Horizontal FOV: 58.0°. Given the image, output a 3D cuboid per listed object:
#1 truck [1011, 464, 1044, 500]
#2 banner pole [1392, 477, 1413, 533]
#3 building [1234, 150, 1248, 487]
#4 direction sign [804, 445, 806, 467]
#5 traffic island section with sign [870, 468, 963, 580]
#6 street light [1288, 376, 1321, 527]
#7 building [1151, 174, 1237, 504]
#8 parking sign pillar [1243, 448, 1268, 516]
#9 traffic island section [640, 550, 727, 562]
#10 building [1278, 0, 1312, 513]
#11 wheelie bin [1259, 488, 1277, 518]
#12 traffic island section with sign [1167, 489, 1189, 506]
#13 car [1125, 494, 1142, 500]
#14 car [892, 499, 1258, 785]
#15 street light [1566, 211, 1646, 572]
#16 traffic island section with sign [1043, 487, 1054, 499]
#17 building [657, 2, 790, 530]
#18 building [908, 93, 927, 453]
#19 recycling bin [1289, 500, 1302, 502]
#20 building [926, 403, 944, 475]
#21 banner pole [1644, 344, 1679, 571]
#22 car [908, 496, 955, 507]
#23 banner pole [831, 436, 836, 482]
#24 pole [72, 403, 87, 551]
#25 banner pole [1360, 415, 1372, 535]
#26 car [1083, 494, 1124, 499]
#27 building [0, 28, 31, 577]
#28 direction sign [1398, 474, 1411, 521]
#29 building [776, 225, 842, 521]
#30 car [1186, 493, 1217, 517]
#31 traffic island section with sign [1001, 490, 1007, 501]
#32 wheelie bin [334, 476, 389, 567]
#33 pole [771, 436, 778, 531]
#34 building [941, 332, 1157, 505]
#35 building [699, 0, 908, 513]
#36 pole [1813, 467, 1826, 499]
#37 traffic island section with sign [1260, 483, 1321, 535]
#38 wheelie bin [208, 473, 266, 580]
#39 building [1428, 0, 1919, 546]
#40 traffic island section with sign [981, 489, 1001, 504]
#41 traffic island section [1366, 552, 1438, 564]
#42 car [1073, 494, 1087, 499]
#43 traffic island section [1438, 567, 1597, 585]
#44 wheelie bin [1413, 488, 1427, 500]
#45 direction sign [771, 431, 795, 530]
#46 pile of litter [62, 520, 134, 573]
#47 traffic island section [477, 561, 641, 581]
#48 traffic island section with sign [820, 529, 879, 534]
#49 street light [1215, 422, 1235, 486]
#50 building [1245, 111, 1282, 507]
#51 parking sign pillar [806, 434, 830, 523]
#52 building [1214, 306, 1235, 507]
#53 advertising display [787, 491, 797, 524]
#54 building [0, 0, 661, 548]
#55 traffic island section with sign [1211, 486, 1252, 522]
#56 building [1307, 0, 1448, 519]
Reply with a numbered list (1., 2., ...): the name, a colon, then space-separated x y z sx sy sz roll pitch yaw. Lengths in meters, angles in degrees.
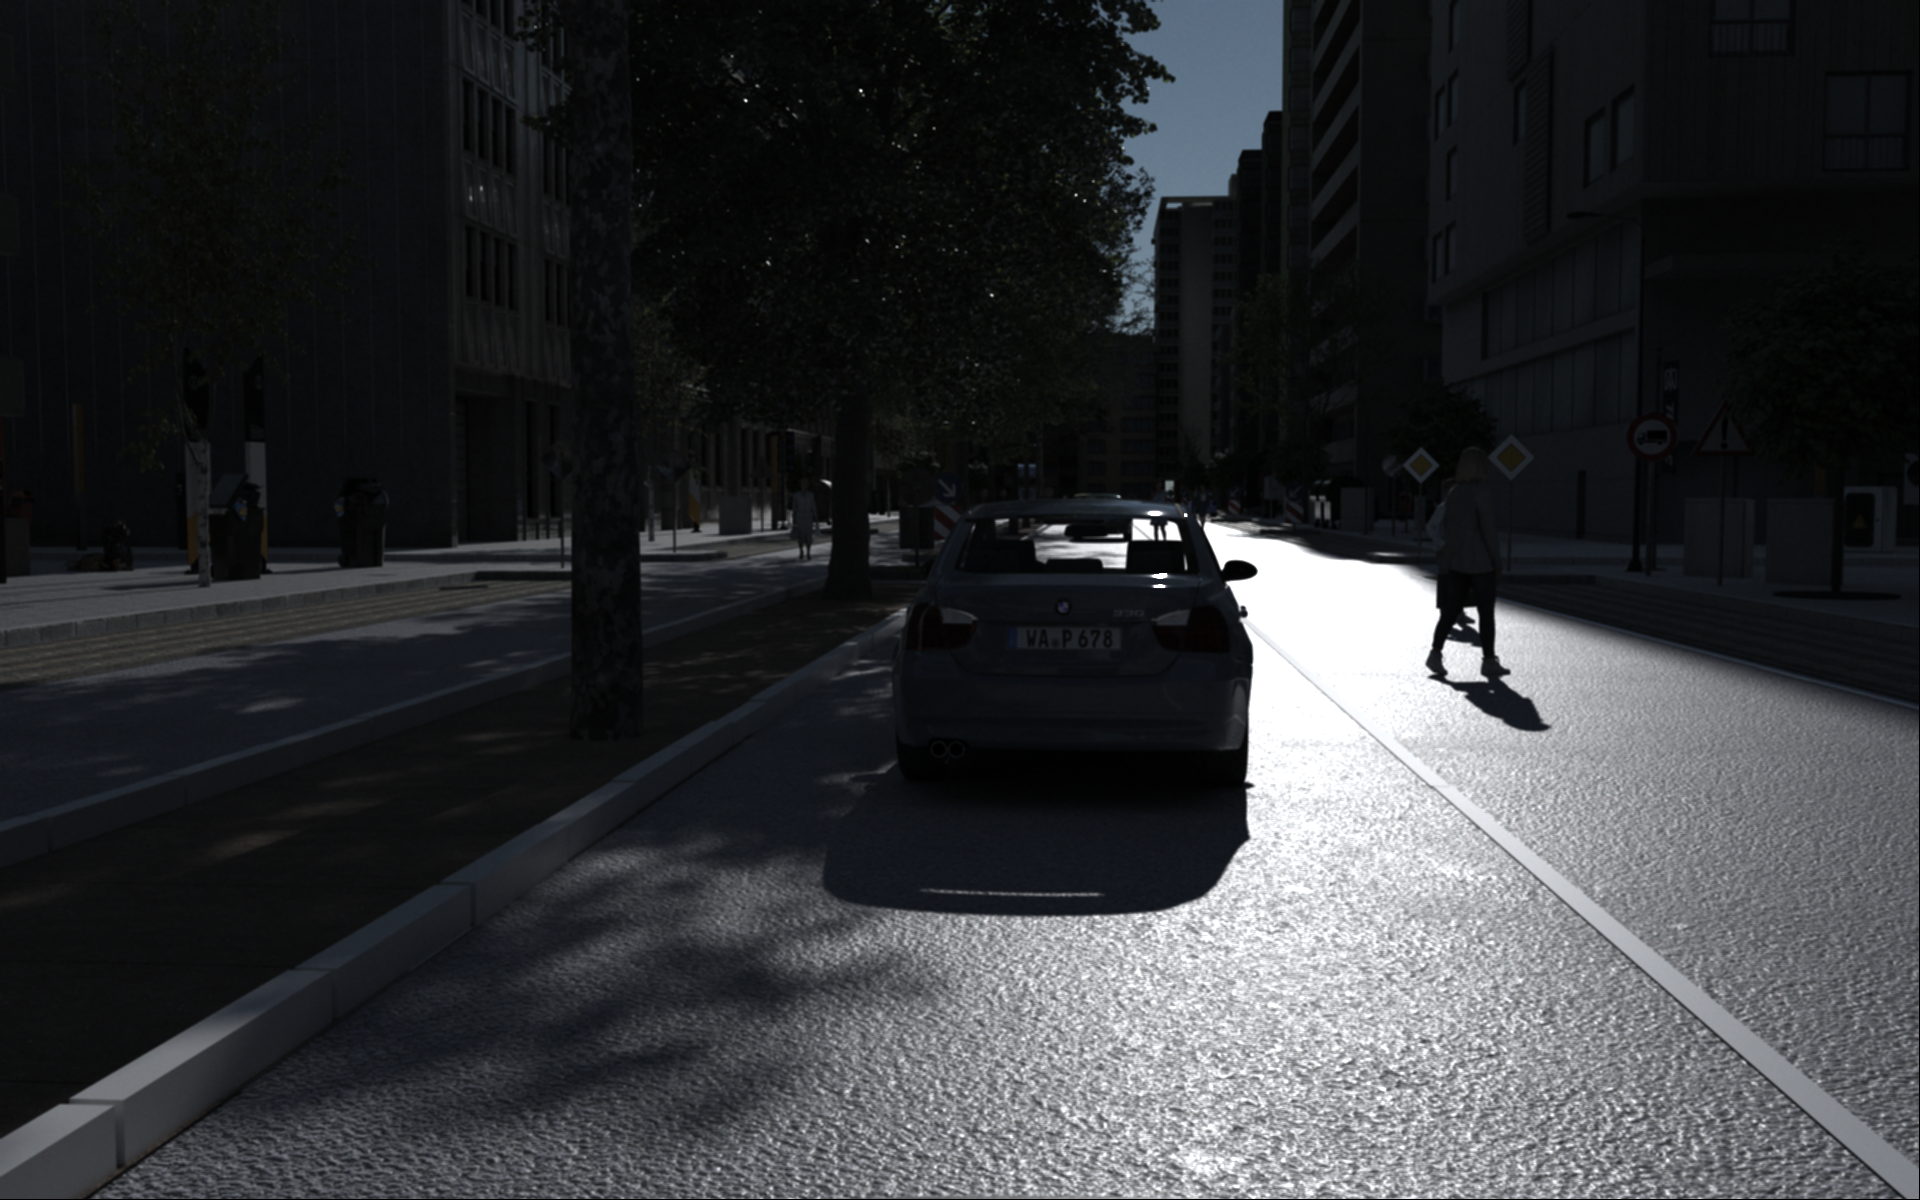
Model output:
1. truck: 6.549 -10.516 161.689 2.967 4.110 18.799 0 4 4
2. banner pole: 14.598 -4.111 57.228 0.863 3.779 0.401 -2 4 -27
3. building: 30.387 -22.994 147.655 14.160 30.474 14.107 0 4 5
4. direction sign: -7.133 -5.362 79.660 0.379 3.537 0.876 0 4 0
5. traffic island section with sign: -0.808 -1.324 29.786 2.006 1.907 1.989 0 4 5
6. street light: 13.634 -5.868 68.481 1.470 5.913 1.316 0 4 5
7. building: 35.778 -31.858 212.758 23.993 40.220 32.217 0 4 5
8. parking sign pillar: 17.164 -6.858 100.594 1.447 3.967 1.447 -1 4 -14
9. traffic island section: -6.281 -0.961 37.992 2.009 0.180 2.903 0 4 5
10. building: 28.971 -26.627 118.948 14.154 41.232 14.086 0 4 5
11. wheelie bin: 16.216 -5.102 91.330 0.980 1.594 0.693 -1 4 -17
12. traffic island section with sign: 17.798 -7.928 138.256 1.989 1.847 2.006 0 4 5
13. car: 18.129 -10.520 182.223 2.015 1.641 3.980 0 4 5
14. car: 0.706 0.130 9.885 2.014 1.417 4.499 0 4 6
15. street light: 10.635 -3.423 28.506 1.470 5.913 1.316 0 4 5
16. traffic island section with sign: 5.700 -6.357 112.075 2.006 1.907 1.989 0 4 5
17. building: -14.394 -14.384 71.332 11.583 22.565 21.152 0 4 5
18. building: -10.359 -28.061 142.392 14.154 41.232 14.086 0 4 5
19. recycling bin: 15.043 -3.945 77.049 0.722 1.027 0.722 0 4 1
20. building: -13.956 -29.333 171.474 23.993 40.220 32.217 0 4 5
21. banner pole: 11.700 -2.372 28.794 0.401 3.779 0.863 0 4 -8
22. car: -0.934 -3.360 67.292 2.083 1.381 4.827 0 4 5
23. banner pole: -5.355 -5.172 74.582 0.401 3.779 0.863 -3 5 -43
24. pole: -19.851 -2.765 39.052 0.158 3.312 0.155 0 3 0
25. banner pole: 12.982 -3.981 55.114 0.401 3.779 0.863 1 4 23
26. car: 4.517 -2.624 54.701 2.131 1.459 4.920 0 4 5
27. building: -30.162 -10.337 14.057 28.899 21.520 27.650 0 4 5
28. direction sign: 20.960 -5.505 81.997 0.379 3.537 0.876 -3 5 -43
29. building: -12.231 -13.877 91.511 10.561 19.102 19.286 0 4 5
30. car: 15.199 -6.067 108.787 1.945 1.707 3.694 0 4 4
31. traffic island section with sign: 4.254 -9.685 166.974 1.989 1.847 2.006 0 4 5
32. wheelie bin: -10.511 -1.385 30.548 0.693 1.594 0.980 2 4 34
33. pole: -6.522 -4.098 60.850 0.158 3.312 0.155 0 3 0
34. building: 9.118 -22.491 212.764 28.899 21.520 27.650 0 4 5
35. building: -15.482 -30.615 124.253 21.300 48.544 21.600 0 4 5
36. pole: 13.838 -2.080 27.859 0.158 3.312 0.155 0 3 0
37. traffic island section with sign: 11.768 -3.259 61.917 1.989 1.847 2.006 0 4 5
38. wheelie bin: -10.928 -1.114 26.124 0.980 1.594 0.693 2 4 35
39. building: 30.097 -28.315 52.195 27.495 52.752 28.713 0 4 5
40. traffic island section with sign: 2.080 -8.007 139.535 1.989 1.847 2.006 0 4 5
41. traffic island section: 9.760 -0.883 36.723 2.009 0.180 2.903 0 4 5
42. car: 6.239 -4.610 85.595 2.015 1.641 3.980 0 4 6
43. traffic island section: 9.130 -0.396 28.763 2.009 0.180 2.903 0 4 5
44. wheelie bin: 22.704 -4.707 84.860 0.980 1.594 0.693 1 4 16
45. direction sign: -6.389 -4.310 62.463 0.876 3.537 0.379 1 4 11
46. pile of litter: -14.428 -0.922 29.040 1.176 0.858 1.719 -1 4 -10
47. traffic island section: -6.911 -0.474 30.032 2.009 0.180 2.903 0 4 5
48. traffic island section with sign: -3.991 -3.310 62.745 1.989 1.847 2.006 0 4 5
49. street light: 17.093 -8.487 111.304 1.470 5.913 1.316 0 4 5
50. building: 30.011 -22.124 133.431 14.160 30.474 14.107 0 4 5
51. parking sign pillar: -6.551 -5.449 77.563 1.447 3.967 1.447 1 4 9
52. building: 39.782 -19.797 168.717 27.650 21.520 28.899 0 4 5
53. advertising display: -6.879 -4.198 73.843 0.974 1.923 0.123 0 4 4
54. building: -17.283 -14.236 50.777 12.078 24.808 19.932 0 4 5
55. traffic island section with sign: 13.885 -4.903 88.789 1.989 1.847 2.006 0 4 5
56. building: 31.479 -28.879 95.865 21.300 48.544 21.600 0 4 5
